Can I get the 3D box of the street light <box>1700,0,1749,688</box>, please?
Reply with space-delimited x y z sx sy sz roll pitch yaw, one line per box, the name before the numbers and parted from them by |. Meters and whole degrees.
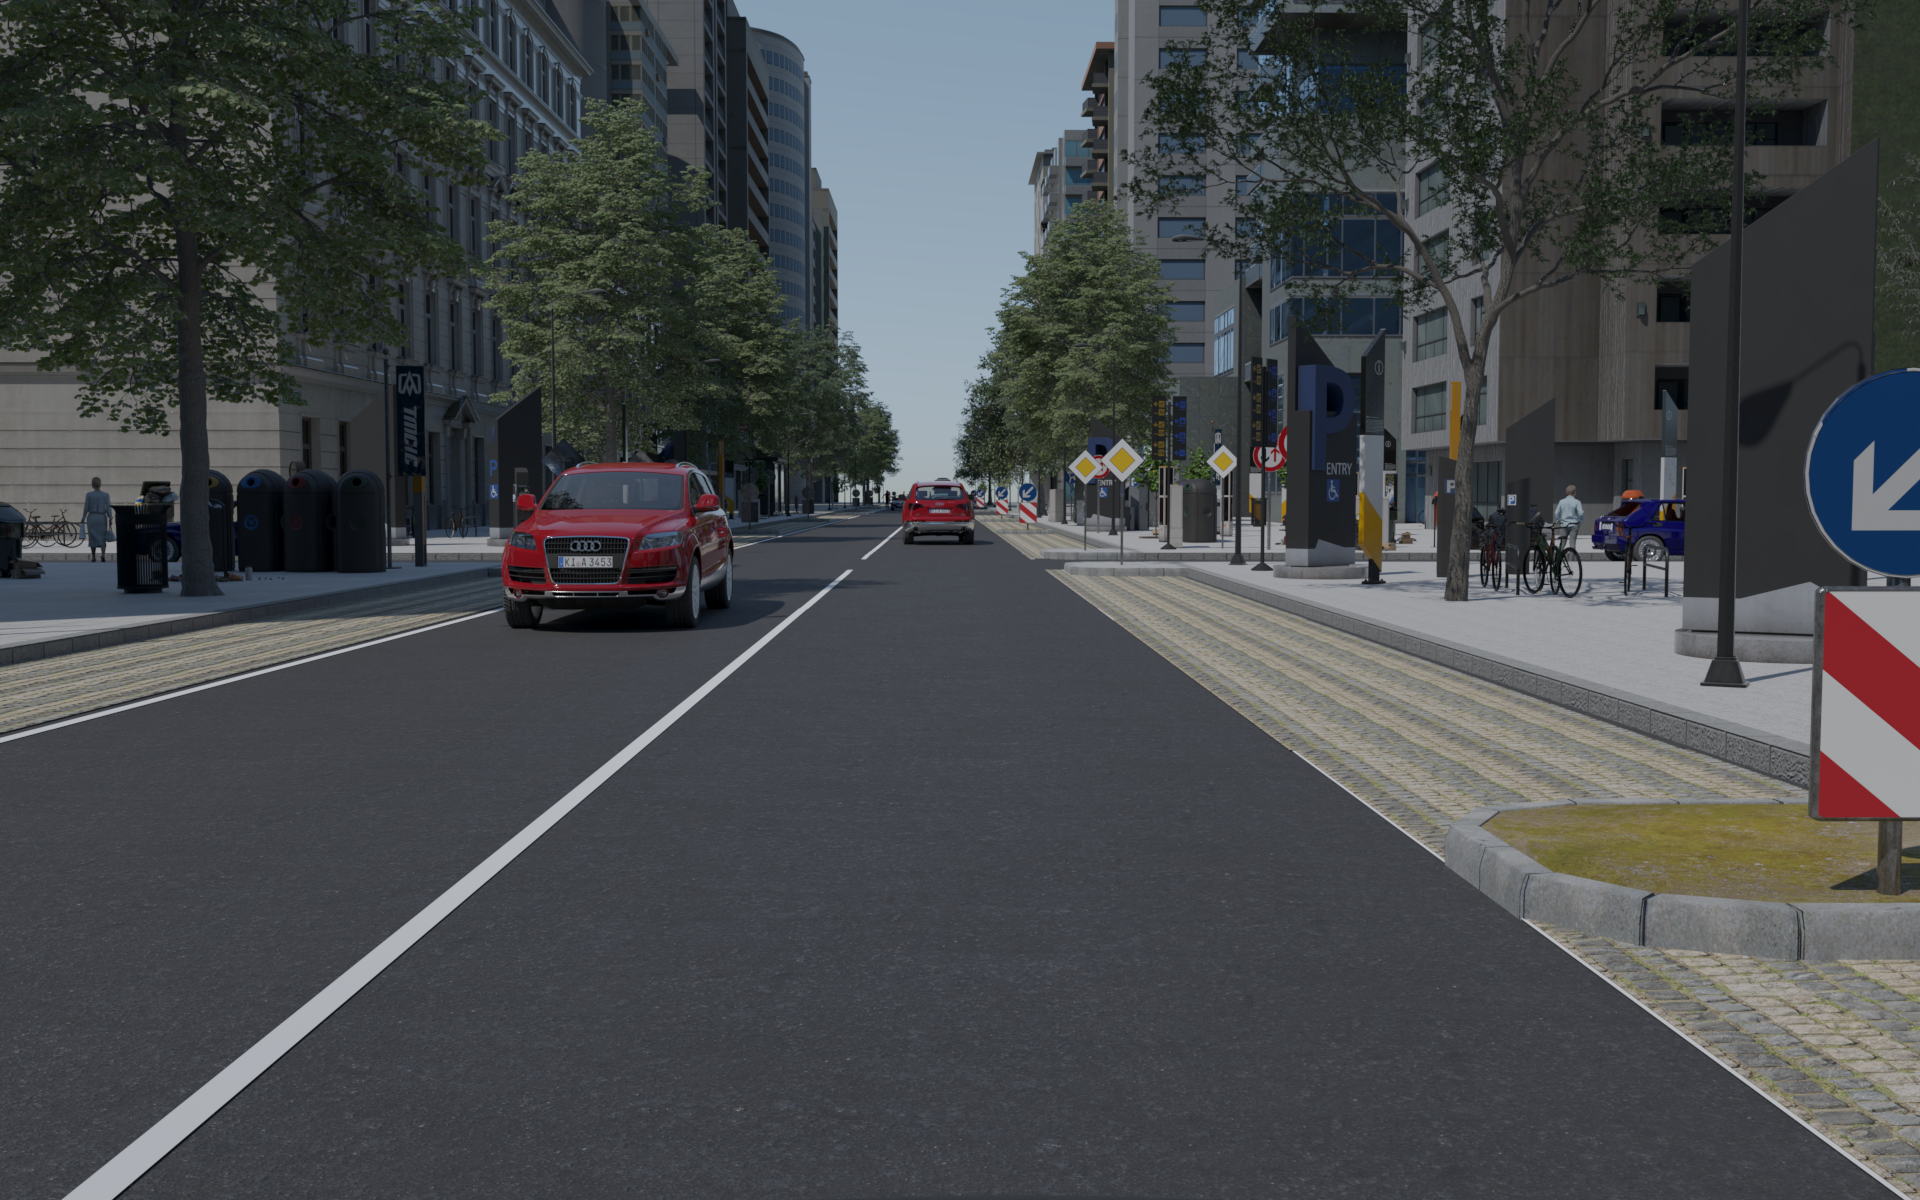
street light | 4.591 -2.379 11.445 1.470 5.913 1.316 0 4 -1

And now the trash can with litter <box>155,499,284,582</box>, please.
trash can with litter | -11.384 -0.901 25.782 2.233 1.210 1.678 1 4 19

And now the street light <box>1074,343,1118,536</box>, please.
street light | 4.213 -4.955 53.548 1.470 5.913 1.316 0 4 -1

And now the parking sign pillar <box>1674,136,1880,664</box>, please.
parking sign pillar | 6.460 -1.540 13.655 1.447 3.967 1.447 2 4 30

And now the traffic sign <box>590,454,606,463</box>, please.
traffic sign | -11.315 -3.334 54.610 0.768 2.556 0.104 0 4 2

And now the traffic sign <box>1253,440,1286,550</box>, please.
traffic sign | 7.102 -2.425 39.751 0.768 2.556 0.104 0 4 5

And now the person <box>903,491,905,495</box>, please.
person | -8.506 -15.643 263.900 0.705 1.869 1.348 1 4 16

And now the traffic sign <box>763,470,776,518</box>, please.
traffic sign | -10.053 -5.560 91.008 0.768 2.556 0.104 0 4 4

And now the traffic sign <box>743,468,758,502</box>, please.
traffic sign | -10.318 -5.216 85.390 0.768 2.556 0.104 0 4 8

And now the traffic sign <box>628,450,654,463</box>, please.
traffic sign | -7.207 -2.171 39.139 0.795 2.450 0.064 0 4 -1

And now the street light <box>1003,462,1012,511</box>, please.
street light | 3.545 -8.618 113.445 1.470 5.913 1.316 0 4 -1

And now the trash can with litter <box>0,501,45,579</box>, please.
trash can with litter | -14.412 -0.923 26.473 1.055 1.170 0.624 2 4 27

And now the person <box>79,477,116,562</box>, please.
person | -17.455 -1.598 34.981 0.694 1.780 0.624 -1 4 -18

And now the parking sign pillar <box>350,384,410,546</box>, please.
parking sign pillar | -14.428 -3.331 42.935 1.447 3.967 1.447 1 4 20

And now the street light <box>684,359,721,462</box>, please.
street light | -8.932 -5.332 59.712 1.470 5.913 1.316 0 4 -1

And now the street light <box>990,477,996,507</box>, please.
street light | 3.238 -9.665 130.566 1.470 5.913 1.316 0 4 -1

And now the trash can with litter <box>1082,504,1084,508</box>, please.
trash can with litter | 5.010 -3.161 63.068 1.055 1.170 0.624 -1 4 -13

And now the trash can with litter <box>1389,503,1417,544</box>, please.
trash can with litter | 11.184 -2.032 44.605 1.055 1.170 0.624 0 4 -6

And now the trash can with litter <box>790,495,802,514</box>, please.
trash can with litter | -10.528 -6.242 113.113 1.678 1.210 2.233 0 3 0

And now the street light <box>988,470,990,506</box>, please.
street light | 3.238 -10.885 150.513 1.470 5.913 1.316 0 4 -1

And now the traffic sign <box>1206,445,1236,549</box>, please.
traffic sign | 6.152 -2.406 40.528 0.795 2.450 0.064 0 4 4

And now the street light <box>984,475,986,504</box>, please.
street light | 2.889 -12.093 170.268 1.470 5.913 1.316 0 4 -1

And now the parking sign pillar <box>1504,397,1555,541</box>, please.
parking sign pillar | 15.888 -3.661 48.322 1.447 3.967 1.447 1 4 18

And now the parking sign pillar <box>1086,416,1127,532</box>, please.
parking sign pillar | 4.985 -4.328 59.234 1.447 3.967 1.447 2 4 34

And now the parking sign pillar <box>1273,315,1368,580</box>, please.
parking sign pillar | 5.555 -2.329 26.557 1.447 3.967 1.447 -3 5 -44

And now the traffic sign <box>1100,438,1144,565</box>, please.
traffic sign | 2.919 -1.688 31.237 0.795 2.450 0.064 0 4 -1

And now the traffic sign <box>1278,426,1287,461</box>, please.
traffic sign | 5.933 -1.847 30.311 0.768 2.556 0.104 0 4 4

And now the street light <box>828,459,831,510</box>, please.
street light | -9.472 -8.774 115.989 1.470 5.913 1.316 0 4 -1

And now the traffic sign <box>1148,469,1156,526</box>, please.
traffic sign | 6.377 -3.371 56.307 0.795 2.450 0.064 0 4 2

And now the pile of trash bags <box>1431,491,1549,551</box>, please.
pile of trash bags | 12.132 -1.874 40.386 1.912 1.369 3.447 -1 4 -21

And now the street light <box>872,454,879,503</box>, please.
street light | -10.325 -13.828 198.635 1.470 5.913 1.316 0 4 -1

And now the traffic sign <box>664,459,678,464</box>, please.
traffic sign | -10.528 -3.862 63.253 0.768 2.556 0.104 0 4 5

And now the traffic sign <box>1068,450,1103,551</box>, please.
traffic sign | 2.837 -2.176 39.221 0.795 2.450 0.064 0 4 -1

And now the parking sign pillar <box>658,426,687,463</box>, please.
parking sign pillar | -10.737 -4.708 65.442 1.447 3.967 1.447 1 4 13

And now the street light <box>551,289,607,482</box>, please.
street light | -8.694 -4.088 39.381 1.470 5.913 1.316 0 4 -1

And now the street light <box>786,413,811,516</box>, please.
street light | -9.307 -7.757 99.363 1.470 5.913 1.316 0 4 -1

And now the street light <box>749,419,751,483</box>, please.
street light | -9.139 -6.548 79.606 1.470 5.913 1.316 0 4 -1

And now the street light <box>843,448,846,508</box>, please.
street light | -9.728 -10.004 136.101 1.470 5.913 1.316 0 4 -1

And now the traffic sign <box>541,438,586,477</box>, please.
traffic sign | -7.125 -1.683 31.154 0.795 2.450 0.064 0 4 -1

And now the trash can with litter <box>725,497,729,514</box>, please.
trash can with litter | -11.027 -4.101 78.442 1.055 1.170 0.624 -2 4 -28

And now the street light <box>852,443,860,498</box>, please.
street light | -9.827 -11.212 155.859 1.470 5.913 1.316 0 4 -1

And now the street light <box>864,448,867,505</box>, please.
street light | -10.059 -12.443 175.979 1.470 5.913 1.316 0 4 -1

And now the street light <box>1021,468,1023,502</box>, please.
street light | 3.730 -7.371 93.061 1.470 5.913 1.316 0 4 -1

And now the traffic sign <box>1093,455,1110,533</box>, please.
traffic sign | 4.532 -3.461 56.698 0.768 2.556 0.104 0 4 3

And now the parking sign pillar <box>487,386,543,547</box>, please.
parking sign pillar | -10.978 -3.322 42.795 1.447 3.967 1.447 3 5 41

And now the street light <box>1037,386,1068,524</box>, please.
street light | 3.894 -6.163 73.304 1.470 5.913 1.316 0 4 -1

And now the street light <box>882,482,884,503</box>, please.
street light | -10.520 -15.037 218.391 1.470 5.913 1.316 0 4 -1

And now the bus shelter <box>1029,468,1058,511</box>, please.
bus shelter | 5.357 -7.186 111.417 2.014 3.302 5.546 0 4 0

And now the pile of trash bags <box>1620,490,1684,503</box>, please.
pile of trash bags | 16.784 -1.935 41.397 3.447 1.369 1.912 -3 5 -42

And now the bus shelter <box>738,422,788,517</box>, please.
bus shelter | -11.330 -7.429 99.089 2.179 5.291 8.768 0 4 -1

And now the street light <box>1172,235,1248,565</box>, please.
street light | 4.495 -3.588 31.203 1.470 5.913 1.316 0 4 -1

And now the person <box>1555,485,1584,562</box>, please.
person | 12.028 -1.458 34.155 0.330 1.601 0.589 -3 5 -43

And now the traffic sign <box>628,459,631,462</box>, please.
traffic sign | -11.835 -3.818 62.530 0.768 2.556 0.104 0 4 5

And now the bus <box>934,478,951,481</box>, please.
bus | -2.571 -16.354 258.933 2.896 3.916 12.252 0 4 0

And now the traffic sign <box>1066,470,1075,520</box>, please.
traffic sign | 5.532 -5.256 86.037 0.768 2.556 0.104 0 4 5

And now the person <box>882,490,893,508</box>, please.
person | -7.236 -10.013 172.175 1.348 1.831 0.705 2 4 24
